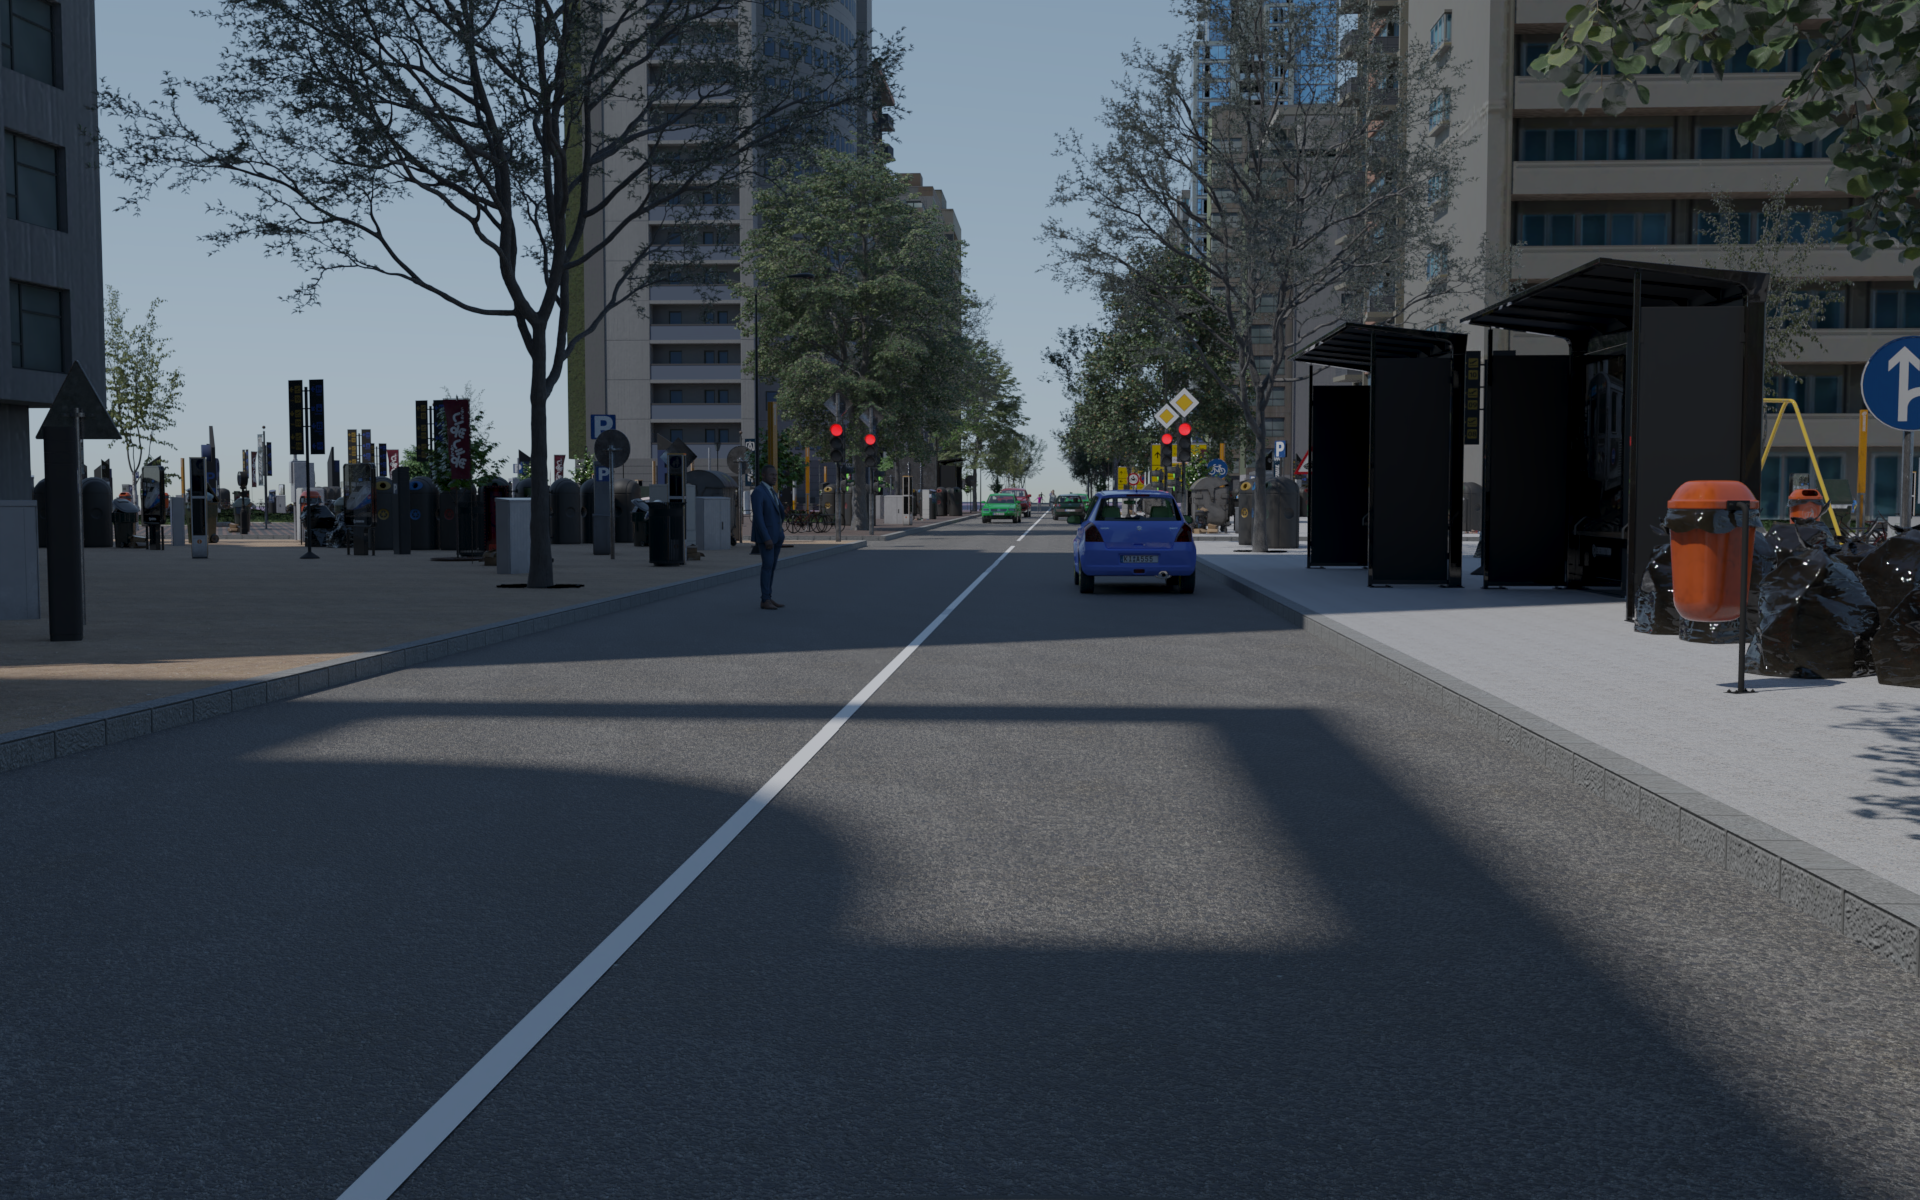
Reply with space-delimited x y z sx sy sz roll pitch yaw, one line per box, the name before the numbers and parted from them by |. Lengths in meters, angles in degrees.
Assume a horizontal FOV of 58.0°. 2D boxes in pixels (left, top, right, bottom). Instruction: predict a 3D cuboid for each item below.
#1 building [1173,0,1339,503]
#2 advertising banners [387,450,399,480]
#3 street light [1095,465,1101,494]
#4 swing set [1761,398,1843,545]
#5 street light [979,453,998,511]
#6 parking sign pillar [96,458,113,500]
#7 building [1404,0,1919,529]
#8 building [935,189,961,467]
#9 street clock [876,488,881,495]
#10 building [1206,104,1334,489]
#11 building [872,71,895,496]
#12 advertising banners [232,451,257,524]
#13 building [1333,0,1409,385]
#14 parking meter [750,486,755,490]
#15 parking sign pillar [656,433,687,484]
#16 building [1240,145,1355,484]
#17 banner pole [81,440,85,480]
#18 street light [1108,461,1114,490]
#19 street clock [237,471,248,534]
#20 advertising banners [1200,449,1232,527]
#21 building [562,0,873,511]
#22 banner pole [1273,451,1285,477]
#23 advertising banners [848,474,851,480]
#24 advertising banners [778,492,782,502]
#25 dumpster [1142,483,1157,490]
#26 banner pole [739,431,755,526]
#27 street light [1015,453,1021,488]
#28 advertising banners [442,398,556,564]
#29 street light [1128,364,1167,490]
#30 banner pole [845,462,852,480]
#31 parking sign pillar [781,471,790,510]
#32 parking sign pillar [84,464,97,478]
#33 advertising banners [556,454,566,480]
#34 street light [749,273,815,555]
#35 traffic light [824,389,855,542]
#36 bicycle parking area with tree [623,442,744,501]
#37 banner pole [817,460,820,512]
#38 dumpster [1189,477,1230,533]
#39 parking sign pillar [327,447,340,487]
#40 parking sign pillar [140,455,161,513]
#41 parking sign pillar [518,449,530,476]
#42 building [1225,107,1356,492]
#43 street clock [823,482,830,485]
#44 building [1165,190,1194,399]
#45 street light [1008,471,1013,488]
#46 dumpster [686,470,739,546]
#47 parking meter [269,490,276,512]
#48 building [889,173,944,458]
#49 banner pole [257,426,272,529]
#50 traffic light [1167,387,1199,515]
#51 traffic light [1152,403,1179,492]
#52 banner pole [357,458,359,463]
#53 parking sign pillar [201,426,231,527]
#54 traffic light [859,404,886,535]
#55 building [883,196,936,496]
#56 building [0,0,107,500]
building | 40.448 -56.664 239.129 22.319 86.520 31.000 0 4 3
advertising banners | -21.322 -4.352 67.340 2.074 3.025 0.090 1 4 12
street light | 11.450 -10.221 139.651 1.470 5.913 1.316 0 4 3
swing set | 12.438 -1.870 28.191 3.119 2.851 2.862 -1 4 -18
street light | 2.112 -9.715 131.381 1.470 5.913 1.316 0 4 3
parking sign pillar | -64.978 -8.741 131.393 1.447 3.967 1.447 1 4 11
building | 29.986 -27.373 71.247 21.600 48.544 21.300 0 4 3
building | -11.033 -40.022 278.064 21.300 48.544 21.600 0 4 3
street clock | -4.952 -6.171 105.462 0.358 2.002 0.471 1 4 20
building | 33.275 -30.684 185.272 14.154 41.232 14.086 0 4 3
building | -18.198 -31.749 173.721 22.147 44.769 28.867 0 4 3
advertising banners | -28.846 -4.511 69.948 0.090 3.025 2.074 0 4 5
building | 35.514 -27.731 108.032 22.147 44.769 28.867 0 4 3
parking meter | -15.397 -7.523 128.709 0.399 1.863 0.255 1 4 14
parking sign pillar | -12.721 -5.381 76.456 1.447 3.967 1.447 0 4 2
building | 30.854 -22.994 147.659 14.160 30.474 14.107 0 4 3
banner pole | -29.474 -4.131 57.556 0.401 3.779 0.863 2 4 34
street light | 8.806 -7.547 95.935 1.470 5.913 1.316 0 4 3
street clock | -22.765 -3.085 55.007 0.358 2.002 0.471 -3 4 -37
advertising banners | 10.022 -4.384 67.872 0.090 3.025 2.074 3 5 44
building | -19.304 -36.869 144.811 21.231 58.520 28.212 0 4 3
banner pole | 16.468 -6.066 89.189 0.863 3.779 0.401 3 5 45
advertising banners | -8.068 -7.203 113.963 2.074 3.025 0.090 1 4 20
advertising banners | -4.968 -3.081 46.561 0.090 3.025 2.074 -1 4 -13
dumpster | 9.666 -4.909 86.021 1.264 1.857 1.865 0 4 3
banner pole | -8.468 -4.815 68.742 0.863 3.779 0.401 1 4 15
street light | 6.016 -13.711 196.710 1.470 5.913 1.316 0 4 3
advertising banners | -8.418 -2.162 31.539 2.074 3.025 0.090 1 4 9
street light | 6.832 -5.479 62.126 1.470 5.913 1.316 0 4 3
banner pole | -7.402 -7.804 117.606 0.863 3.779 0.401 -1 4 -23
parking sign pillar | -9.186 -6.014 86.800 1.447 3.967 1.447 -3 4 -36
parking sign pillar | -57.201 -7.562 112.107 1.447 3.967 1.447 0 4 3
advertising banners | -18.398 -4.899 76.282 2.074 3.025 0.090 -1 4 -17
street light | -3.752 -3.915 36.552 1.470 5.913 1.316 0 4 3
traffic light | -3.245 -3.513 46.358 0.839 4.253 0.868 0 4 3
bicycle parking area with tree | -16.051 -6.653 95.783 8.231 4.147 9.016 1 4 10
banner pole | -10.168 -8.282 125.422 0.401 3.779 0.863 0 4 -5
dumpster | 8.384 -3.199 58.054 1.264 1.857 1.865 0 4 3
parking sign pillar | -35.805 -6.759 98.989 1.447 3.967 1.447 -2 4 -31
parking sign pillar | -56.041 -8.044 119.991 1.447 3.967 1.447 3 5 45
parking sign pillar | -25.906 -7.093 104.439 1.447 3.967 1.447 -2 4 -31
building | 41.369 -28.984 165.775 32.217 40.220 23.993 0 4 3
street clock | -7.973 -6.022 103.030 0.471 2.002 0.358 -3 4 -36
building | 43.235 -39.837 270.941 23.786 49.044 30.456 0 4 3
street light | 4.057 -11.715 164.087 1.470 5.913 1.316 0 4 3
dumpster | -6.143 -2.217 42.012 1.264 1.857 1.865 0 4 3
parking meter | -38.371 -5.399 96.680 0.372 1.533 0.369 0 3 0
building | -10.148 -36.409 245.399 14.600 45.320 14.200 0 4 3
banner pole | -25.578 -4.496 63.519 0.401 3.779 0.863 -3 5 -43
traffic light | 5.900 -3.480 45.821 0.839 4.253 0.868 0 4 3
traffic light | 6.384 -3.968 53.791 0.839 4.253 0.868 0 4 3
banner pole | -41.791 -8.006 120.908 0.401 3.779 0.863 2 4 34
parking sign pillar | -29.353 -4.847 67.727 1.447 3.967 1.447 -2 4 -26
traffic light | -2.762 -4.000 54.328 0.839 4.253 0.868 0 4 3
building | -10.725 -33.506 231.416 14.154 41.232 14.086 0 4 3
building | -23.027 -15.666 27.842 14.107 30.474 14.160 0 4 3
